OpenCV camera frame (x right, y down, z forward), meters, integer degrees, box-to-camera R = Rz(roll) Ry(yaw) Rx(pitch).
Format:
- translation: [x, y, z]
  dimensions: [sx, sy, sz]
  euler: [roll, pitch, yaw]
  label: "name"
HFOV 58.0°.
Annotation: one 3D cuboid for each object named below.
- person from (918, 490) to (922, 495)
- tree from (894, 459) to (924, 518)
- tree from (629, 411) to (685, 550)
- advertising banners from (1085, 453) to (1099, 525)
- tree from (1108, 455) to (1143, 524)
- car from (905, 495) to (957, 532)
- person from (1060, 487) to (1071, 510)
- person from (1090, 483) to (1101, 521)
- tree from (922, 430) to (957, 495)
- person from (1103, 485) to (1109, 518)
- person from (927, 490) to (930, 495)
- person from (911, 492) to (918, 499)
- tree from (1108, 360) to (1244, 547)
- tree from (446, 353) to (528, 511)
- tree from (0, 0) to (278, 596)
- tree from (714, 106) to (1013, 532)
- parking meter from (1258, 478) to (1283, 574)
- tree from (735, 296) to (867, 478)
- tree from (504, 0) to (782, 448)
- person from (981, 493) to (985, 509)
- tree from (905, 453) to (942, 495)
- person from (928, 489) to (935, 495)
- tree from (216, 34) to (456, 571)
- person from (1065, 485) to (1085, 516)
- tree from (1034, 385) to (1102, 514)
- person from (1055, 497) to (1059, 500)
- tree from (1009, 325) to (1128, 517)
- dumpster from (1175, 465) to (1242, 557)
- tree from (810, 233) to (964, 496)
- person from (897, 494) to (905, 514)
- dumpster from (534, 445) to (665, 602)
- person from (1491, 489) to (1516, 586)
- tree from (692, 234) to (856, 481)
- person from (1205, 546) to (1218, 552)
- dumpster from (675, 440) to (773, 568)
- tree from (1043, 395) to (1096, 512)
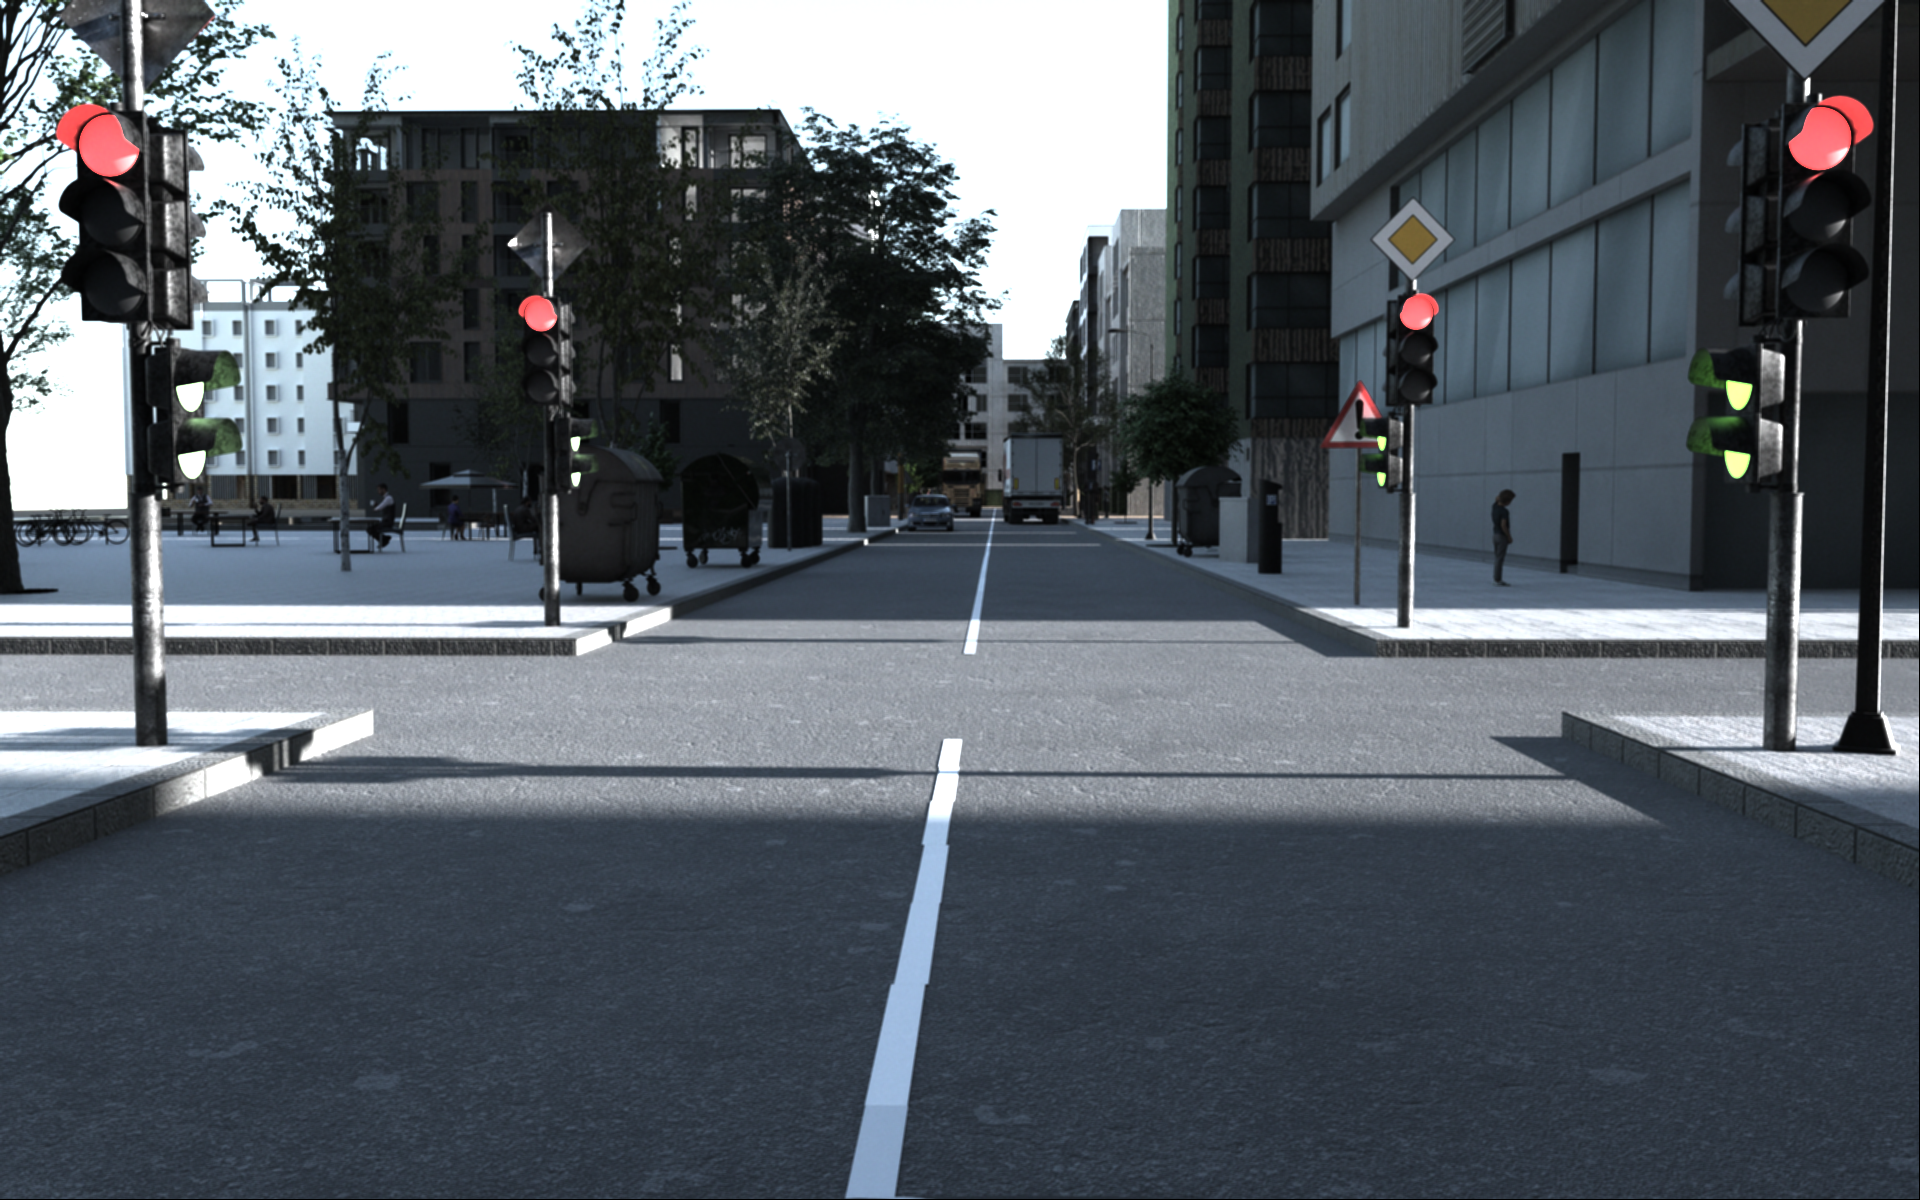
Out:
- translation: [-3.683, -9.266, 157.497]
  dimensions: [0.705, 1.831, 1.348]
  euler: [2, 4, 34]
  label: "person"
- translation: [-2.991, -6.358, 98.552]
  dimensions: [1.663, 3.219, 1.824]
  euler: [0, 3, 0]
  label: "tree"
- translation: [-7.135, -2.805, 40.461]
  dimensions: [1.663, 3.219, 1.824]
  euler: [0, 3, 0]
  label: "tree"
- translation: [5.613, -4.720, 73.363]
  dimensions: [0.090, 3.025, 2.074]
  euler: [1, 4, 20]
  label: "advertising banners"
- translation: [7.185, -4.965, 75.773]
  dimensions: [1.663, 3.219, 1.824]
  euler: [0, 3, 0]
  label: "tree"
- translation: [-1.121, -3.394, 67.501]
  dimensions: [2.014, 1.417, 4.499]
  euler: [0, 4, 0]
  label: "car"
- translation: [8.341, -8.098, 138.465]
  dimensions: [0.705, 1.821, 1.348]
  euler: [-2, 4, -34]
  label: "person"
- translation: [6.482, -4.722, 83.383]
  dimensions: [0.598, 1.807, 0.434]
  euler: [-1, 4, -11]
  label: "person"
- translation: [-1.986, -12.068, 147.680]
  dimensions: [4.737, 8.622, 4.395]
  euler: [0, 3, 0]
  label: "tree"
- translation: [7.688, -5.158, 91.103]
  dimensions: [0.376, 1.734, 0.841]
  euler: [1, 4, 10]
  label: "person"
- translation: [-2.934, -9.854, 167.878]
  dimensions: [0.721, 1.743, 1.217]
  euler: [1, 4, 19]
  label: "person"
- translation: [-3.696, -8.248, 141.614]
  dimensions: [0.721, 1.735, 1.217]
  euler: [-2, 4, -30]
  label: "person"
- translation: [5.190, -3.587, 42.361]
  dimensions: [4.285, 4.588, 4.351]
  euler: [0, 3, 0]
  label: "tree"
- translation: [-24.210, -8.511, 89.513]
  dimensions: [4.360, 8.622, 3.978]
  euler: [0, 3, 0]
  label: "tree"
- translation: [-12.496, -5.895, 22.131]
  dimensions: [9.928, 11.665, 9.643]
  euler: [0, 3, 0]
  label: "tree"
- translation: [-3.369, -9.248, 57.852]
  dimensions: [9.857, 13.997, 8.962]
  euler: [0, 3, 0]
  label: "tree"
- translation: [5.013, -1.197, 27.974]
  dimensions: [0.372, 1.533, 0.369]
  euler: [0, 3, 0]
  label: "parking meter"
- translation: [-7.797, -9.872, 87.166]
  dimensions: [9.928, 11.665, 9.643]
  euler: [0, 3, 0]
  label: "tree"
- translation: [-4.902, -4.600, 25.580]
  dimensions: [4.737, 8.622, 4.395]
  euler: [0, 3, 0]
  label: "tree"
- translation: [1.997, -9.257, 160.651]
  dimensions: [0.742, 1.727, 0.445]
  euler: [1, 4, 9]
  label: "person"
- translation: [-2.320, -8.253, 118.646]
  dimensions: [4.285, 4.588, 4.351]
  euler: [0, 3, 0]
  label: "tree"
- translation: [-2.441, -8.975, 153.515]
  dimensions: [1.217, 1.736, 0.721]
  euler: [3, 5, 44]
  label: "person"
- translation: [-10.049, -4.795, 28.761]
  dimensions: [4.737, 8.622, 4.395]
  euler: [0, 3, 0]
  label: "tree"
- translation: [6.757, -5.765, 100.399]
  dimensions: [1.348, 1.812, 0.705]
  euler: [0, 4, -4]
  label: "person"
- translation: [7.057, -9.750, 109.769]
  dimensions: [4.360, 8.622, 3.978]
  euler: [0, 3, 0]
  label: "tree"
- translation: [9.092, -9.512, 161.652]
  dimensions: [1.350, 1.814, 0.705]
  euler: [-2, 4, -26]
  label: "person"
- translation: [6.189, -9.898, 96.238]
  dimensions: [7.601, 10.594, 8.767]
  euler: [0, 4, 7]
  label: "tree"
- translation: [5.150, -1.835, 35.760]
  dimensions: [1.264, 1.857, 1.865]
  euler: [0, 4, 1]
  label: "dumpster"
- translation: [-3.378, -9.657, 76.024]
  dimensions: [7.486, 12.596, 7.792]
  euler: [0, 3, 0]
  label: "tree"
- translation: [-3.791, -6.472, 112.567]
  dimensions: [0.721, 1.736, 1.217]
  euler: [-2, 4, -26]
  label: "person"
- translation: [-4.404, -0.945, 21.207]
  dimensions: [1.264, 1.857, 1.865]
  euler: [0, 4, 1]
  label: "dumpster"
- translation: [7.583, -0.873, 24.224]
  dimensions: [0.340, 1.345, 0.435]
  euler: [-2, 4, -23]
  label: "person"
- translation: [-5.097, -6.009, 48.614]
  dimensions: [4.360, 8.622, 3.978]
  euler: [0, 3, 0]
  label: "tree"
- translation: [5.604, -1.963, 38.858]
  dimensions: [0.376, 1.734, 0.841]
  euler: [0, 4, 2]
  label: "person"
- translation: [-4.192, -1.731, 30.796]
  dimensions: [1.502, 2.255, 1.985]
  euler: [0, 4, 1]
  label: "dumpster"
- translation: [7.696, -10.688, 125.110]
  dimensions: [4.737, 8.622, 4.395]
  euler: [0, 3, 0]
  label: "tree"
